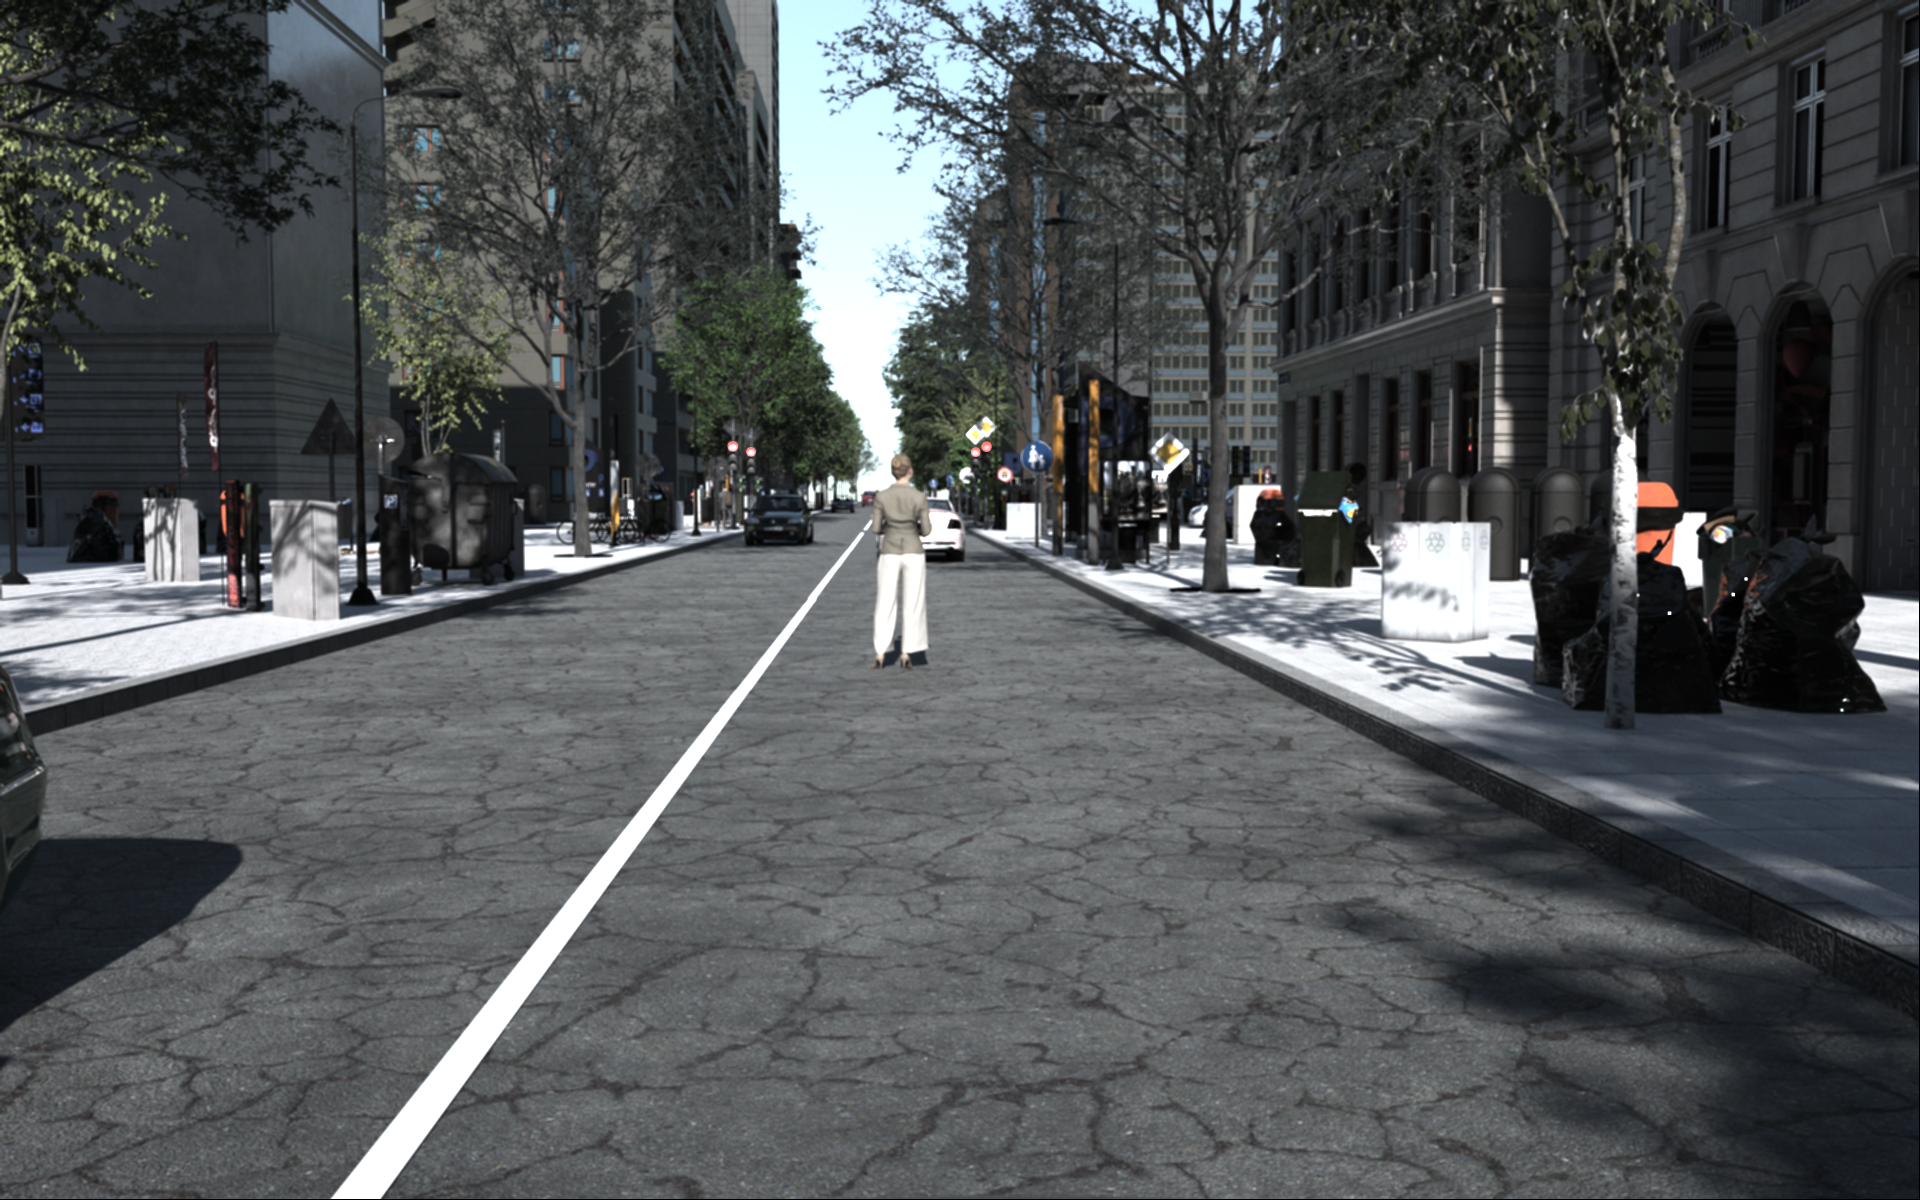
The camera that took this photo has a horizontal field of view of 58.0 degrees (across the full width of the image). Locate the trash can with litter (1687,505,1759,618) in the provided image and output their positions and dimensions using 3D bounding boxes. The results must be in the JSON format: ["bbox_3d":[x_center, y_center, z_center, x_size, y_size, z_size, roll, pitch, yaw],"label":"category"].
[{"bbox_3d":[7.776,-0.404,17.999,0.624,1.170,1.055,-1,4,-15],"label":"trash can with litter"}]

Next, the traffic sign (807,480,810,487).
[{"bbox_3d":[-12.353,-8.474,138.657,0.768,2.556,0.104,0,4,-1],"label":"traffic sign"}]

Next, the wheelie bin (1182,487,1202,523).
[{"bbox_3d":[10.377,-4.276,77.828,0.980,1.594,0.693,-3,4,-36],"label":"wheelie bin"}]

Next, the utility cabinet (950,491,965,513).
[{"bbox_3d":[-0.088,-6.622,116.956,1.173,1.500,0.318,1,4,15],"label":"utility cabinet"}]

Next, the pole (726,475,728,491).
[{"bbox_3d":[-19.358,-9.188,144.066,0.158,3.312,0.155,0,3,0],"label":"pole"}]

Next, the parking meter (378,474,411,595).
[{"bbox_3d":[-7.199,-0.835,22.071,0.372,1.533,0.369,0,3,0],"label":"parking meter"}]

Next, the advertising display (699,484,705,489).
[{"bbox_3d":[-17.010,-6.667,114.226,0.123,1.923,0.974,-1,4,-23],"label":"advertising display"}]

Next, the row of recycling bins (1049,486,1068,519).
[{"bbox_3d":[5.570,-4.871,86.752,1.069,1.692,3.534,-3,5,-43],"label":"row of recycling bins"}]

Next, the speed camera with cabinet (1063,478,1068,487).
[{"bbox_3d":[5.410,-6.360,98.313,2.038,3.252,0.660,-3,5,-43],"label":"speed camera with cabinet"}]

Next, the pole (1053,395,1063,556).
[{"bbox_3d":[2.031,-2.571,35.874,0.158,3.312,0.155,0,3,0],"label":"pole"}]

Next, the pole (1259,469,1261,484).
[{"bbox_3d":[23.982,-8.843,138.427,0.158,3.312,0.155,0,3,0],"label":"pole"}]

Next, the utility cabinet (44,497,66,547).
[{"bbox_3d":[-22.094,-1.904,42.290,0.306,1.237,1.020,-1,4,-18],"label":"utility cabinet"}]

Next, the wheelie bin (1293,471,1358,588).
[{"bbox_3d":[5.069,-0.984,23.995,0.980,1.594,0.693,3,4,38],"label":"wheelie bin"}]

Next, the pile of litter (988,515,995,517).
[{"bbox_3d":[1.813,-5.172,98.522,1.176,0.858,1.719,-2,4,-24],"label":"pile of litter"}]

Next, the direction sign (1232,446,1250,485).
[{"bbox_3d":[13.200,-5.470,81.438,0.876,3.537,0.379,2,4,24],"label":"direction sign"}]

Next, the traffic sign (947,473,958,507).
[{"bbox_3d":[-0.424,-6.386,104.517,0.768,2.556,0.104,0,4,-1],"label":"traffic sign"}]

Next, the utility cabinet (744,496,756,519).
[{"bbox_3d":[-8.901,-3.796,73.220,0.306,1.237,1.020,1,4,12],"label":"utility cabinet"}]

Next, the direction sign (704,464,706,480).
[{"bbox_3d":[-16.071,-7.210,109.885,0.379,3.537,0.876,-2,4,-27],"label":"direction sign"}]

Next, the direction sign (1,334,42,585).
[{"bbox_3d":[-13.443,-1.990,24.533,0.876,3.537,0.379,-2,4,-30],"label":"direction sign"}]

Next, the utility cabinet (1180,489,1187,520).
[{"bbox_3d":[10.971,-4.564,83.296,0.318,1.500,1.173,2,4,32],"label":"utility cabinet"}]

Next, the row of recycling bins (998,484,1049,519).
[{"bbox_3d":[2.468,-3.998,72.478,1.069,1.692,3.534,2,4,25],"label":"row of recycling bins"}]

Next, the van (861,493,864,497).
[{"bbox_3d":[-11.564,-13.015,219.812,2.013,2.044,4.112,0,4,-2],"label":"van"}]

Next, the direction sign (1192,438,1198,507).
[{"bbox_3d":[9.593,-4.816,70.736,0.379,3.537,0.876,1,4,20],"label":"direction sign"}]

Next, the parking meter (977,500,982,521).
[{"bbox_3d":[0.889,-4.501,82.009,0.372,1.533,0.369,0,3,0],"label":"parking meter"}]

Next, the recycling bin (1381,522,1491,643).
[{"bbox_3d":[4.215,-0.171,15.345,0.722,1.027,0.722,3,5,41],"label":"recycling bin"}]

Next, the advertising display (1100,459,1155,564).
[{"bbox_3d":[3.058,-1.631,31.887,0.974,1.923,0.123,-1,4,-14],"label":"advertising display"}]

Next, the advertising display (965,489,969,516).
[{"bbox_3d":[0.390,-6.000,103.306,0.123,1.923,0.974,0,4,-7],"label":"advertising display"}]

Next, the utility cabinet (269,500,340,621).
[{"bbox_3d":[-6.785,-0.415,17.952,0.306,1.237,1.020,-3,5,-44],"label":"utility cabinet"}]

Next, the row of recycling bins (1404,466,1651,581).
[{"bbox_3d":[8.436,-1.141,25.765,3.534,1.692,1.069,1,4,9],"label":"row of recycling bins"}]

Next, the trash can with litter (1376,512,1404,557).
[{"bbox_3d":[9.022,-1.460,35.255,1.055,1.170,0.624,2,4,25],"label":"trash can with litter"}]

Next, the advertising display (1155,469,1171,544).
[{"bbox_3d":[4.980,-2.428,44.905,0.974,1.923,0.123,0,4,-1],"label":"advertising display"}]

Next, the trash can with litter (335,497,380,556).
[{"bbox_3d":[-12.863,-1.594,37.126,1.678,1.210,2.233,2,4,29],"label":"trash can with litter"}]

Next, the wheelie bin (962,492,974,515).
[{"bbox_3d":[0.560,-6.061,107.006,0.693,1.594,0.980,2,4,25],"label":"wheelie bin"}]

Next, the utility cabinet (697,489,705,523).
[{"bbox_3d":[-11.420,-4.102,75.752,0.318,1.500,1.173,0,4,1],"label":"utility cabinet"}]

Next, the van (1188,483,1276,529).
[{"bbox_3d":[10.829,-3.636,66.456,4.112,2.044,2.013,0,4,-1],"label":"van"}]

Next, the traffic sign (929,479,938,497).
[{"bbox_3d":[-2.220,-8.887,145.402,0.768,2.556,0.104,0,4,-1],"label":"traffic sign"}]

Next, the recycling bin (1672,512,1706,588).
[{"bbox_3d":[9.734,-0.690,23.839,0.722,1.027,0.722,-2,4,-28],"label":"recycling bin"}]

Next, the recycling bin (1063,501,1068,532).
[{"bbox_3d":[3.984,-2.871,59.493,0.722,1.027,0.722,2,4,23],"label":"recycling bin"}]

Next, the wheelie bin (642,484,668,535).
[{"bbox_3d":[-9.584,-2.843,54.395,0.693,1.594,0.980,-2,4,-34],"label":"wheelie bin"}]

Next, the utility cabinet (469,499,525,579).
[{"bbox_3d":[-7.123,-0.947,26.648,0.306,1.237,1.020,1,4,23],"label":"utility cabinet"}]

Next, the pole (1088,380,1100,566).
[{"bbox_3d":[2.402,-2.273,31.013,0.158,3.312,0.155,0,3,0],"label":"pole"}]

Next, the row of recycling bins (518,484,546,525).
[{"bbox_3d":[-18.078,-4.048,73.297,1.069,1.692,3.534,-1,4,-19],"label":"row of recycling bins"}]

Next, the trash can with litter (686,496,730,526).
[{"bbox_3d":[-10.439,-3.788,72.985,2.233,1.210,1.678,0,4,-1],"label":"trash can with litter"}]

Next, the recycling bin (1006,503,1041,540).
[{"bbox_3d":[1.796,-2.222,48.887,0.722,1.027,0.722,-3,5,-41],"label":"recycling bin"}]

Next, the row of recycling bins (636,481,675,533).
[{"bbox_3d":[-10.194,-3.105,57.877,1.069,1.692,3.534,0,4,-1],"label":"row of recycling bins"}]

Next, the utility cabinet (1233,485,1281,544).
[{"bbox_3d":[7.513,-2.152,43.856,1.173,1.500,0.318,-1,4,-17],"label":"utility cabinet"}]

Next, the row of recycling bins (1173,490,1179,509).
[{"bbox_3d":[12.728,-6.493,113.272,3.534,1.692,1.069,-2,4,-29],"label":"row of recycling bins"}]

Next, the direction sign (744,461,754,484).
[{"bbox_3d":[-12.071,-6.562,99.291,0.876,3.537,0.379,0,4,-4],"label":"direction sign"}]

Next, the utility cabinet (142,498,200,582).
[{"bbox_3d":[-11.660,-0.885,25.625,1.020,1.237,0.306,2,4,35],"label":"utility cabinet"}]

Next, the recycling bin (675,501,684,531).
[{"bbox_3d":[-10.130,-2.942,60.651,0.722,1.027,0.722,1,4,11],"label":"recycling bin"}]

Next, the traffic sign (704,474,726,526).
[{"bbox_3d":[-9.813,-4.249,69.470,0.884,2.594,0.081,0,4,3],"label":"traffic sign"}]

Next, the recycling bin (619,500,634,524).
[{"bbox_3d":[-14.510,-3.816,74.952,0.722,1.027,0.722,-1,4,-19],"label":"recycling bin"}]

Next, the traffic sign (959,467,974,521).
[{"bbox_3d":[0.337,-5.041,82.528,0.768,2.556,0.104,0,3,0],"label":"traffic sign"}]

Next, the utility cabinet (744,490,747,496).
[{"bbox_3d":[-12.349,-5.742,102.562,1.173,1.500,0.318,0,4,-6],"label":"utility cabinet"}]

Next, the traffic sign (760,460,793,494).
[{"bbox_3d":[-10.805,-6.526,100.574,2.265,3.308,0.079,0,4,3],"label":"traffic sign"}]

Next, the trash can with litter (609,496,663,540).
[{"bbox_3d":[-9.221,-2.322,49.017,1.678,1.210,2.233,1,4,17],"label":"trash can with litter"}]

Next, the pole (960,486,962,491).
[{"bbox_3d":[0.073,-8.379,130.842,0.158,3.312,0.155,0,3,0],"label":"pole"}]

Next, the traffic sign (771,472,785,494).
[{"bbox_3d":[-10.266,-5.965,97.632,0.768,2.556,0.104,0,4,0],"label":"traffic sign"}]
